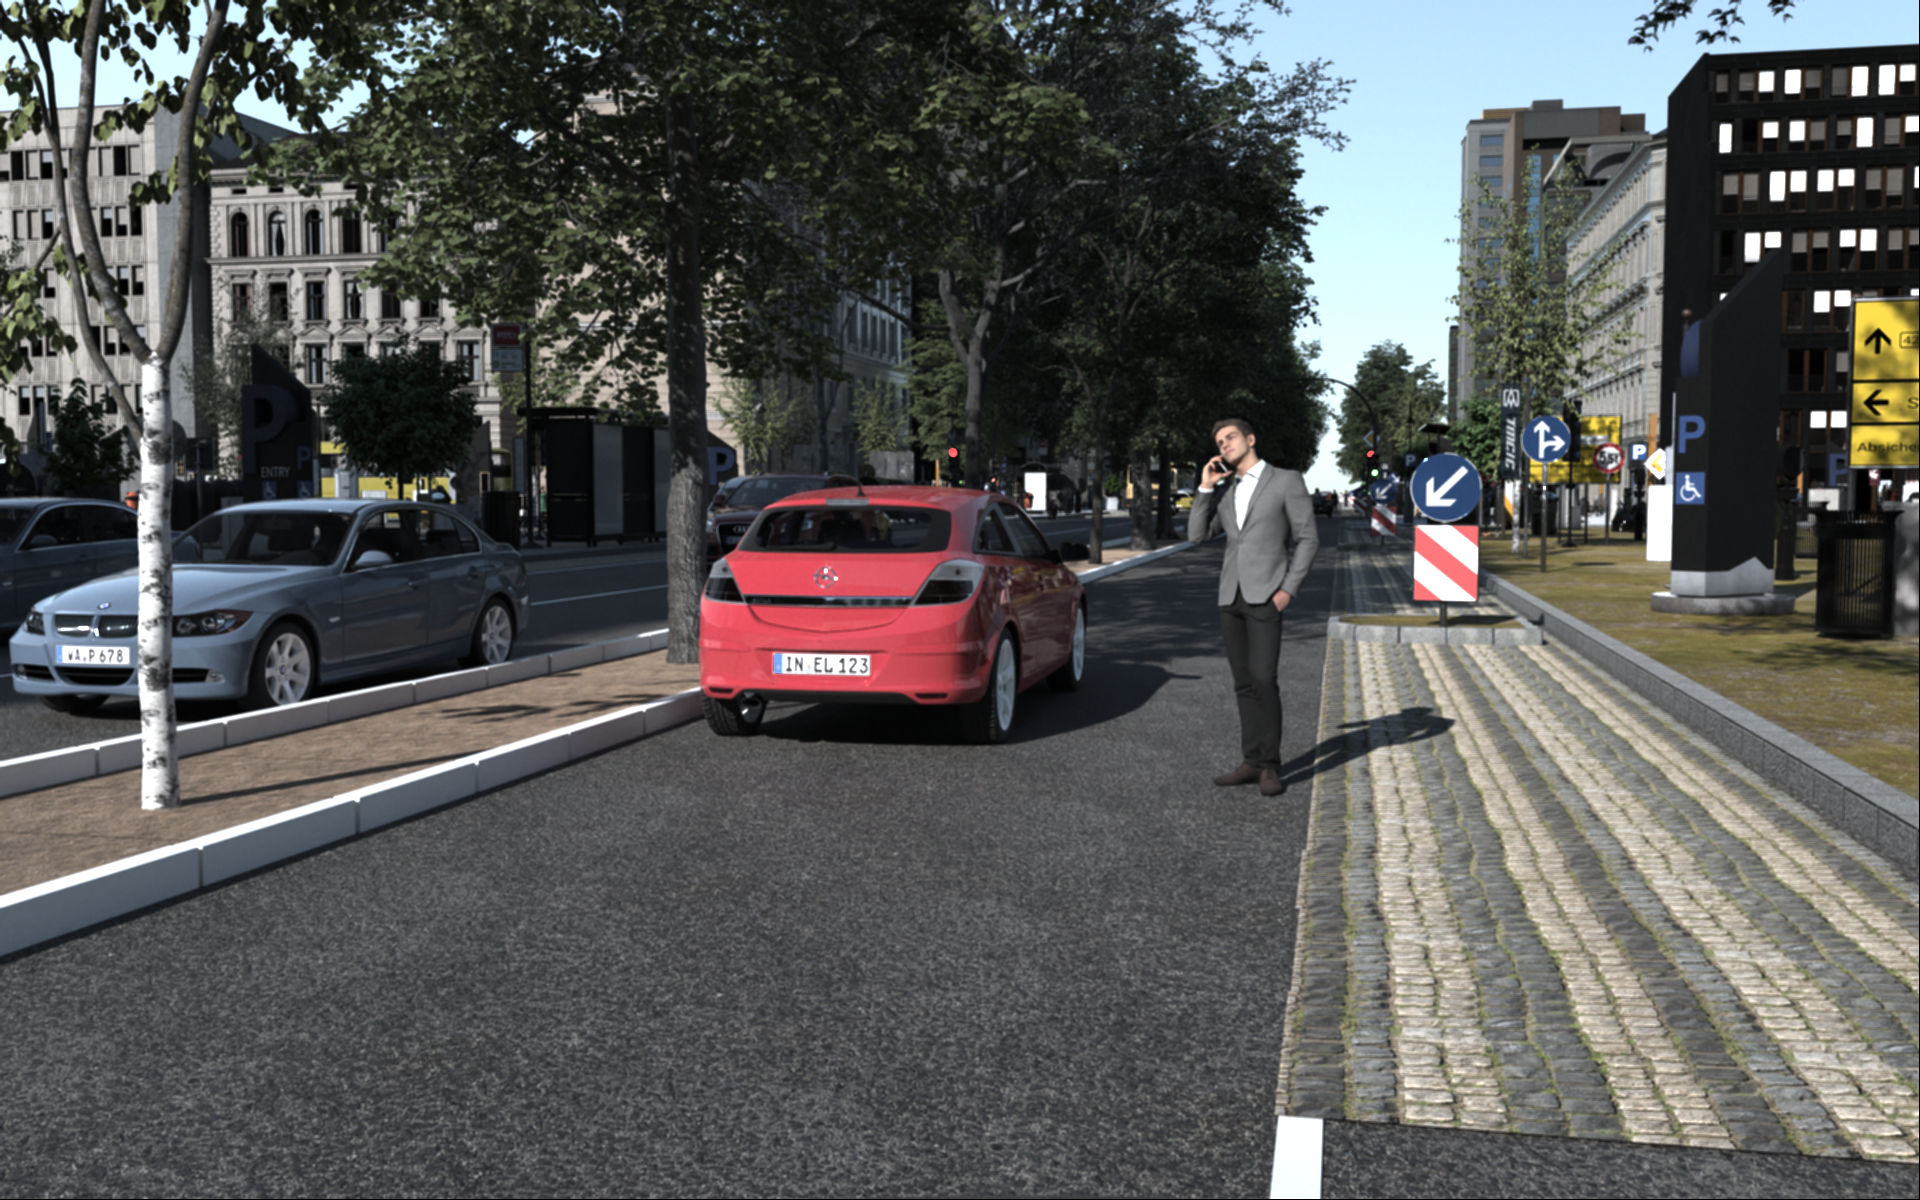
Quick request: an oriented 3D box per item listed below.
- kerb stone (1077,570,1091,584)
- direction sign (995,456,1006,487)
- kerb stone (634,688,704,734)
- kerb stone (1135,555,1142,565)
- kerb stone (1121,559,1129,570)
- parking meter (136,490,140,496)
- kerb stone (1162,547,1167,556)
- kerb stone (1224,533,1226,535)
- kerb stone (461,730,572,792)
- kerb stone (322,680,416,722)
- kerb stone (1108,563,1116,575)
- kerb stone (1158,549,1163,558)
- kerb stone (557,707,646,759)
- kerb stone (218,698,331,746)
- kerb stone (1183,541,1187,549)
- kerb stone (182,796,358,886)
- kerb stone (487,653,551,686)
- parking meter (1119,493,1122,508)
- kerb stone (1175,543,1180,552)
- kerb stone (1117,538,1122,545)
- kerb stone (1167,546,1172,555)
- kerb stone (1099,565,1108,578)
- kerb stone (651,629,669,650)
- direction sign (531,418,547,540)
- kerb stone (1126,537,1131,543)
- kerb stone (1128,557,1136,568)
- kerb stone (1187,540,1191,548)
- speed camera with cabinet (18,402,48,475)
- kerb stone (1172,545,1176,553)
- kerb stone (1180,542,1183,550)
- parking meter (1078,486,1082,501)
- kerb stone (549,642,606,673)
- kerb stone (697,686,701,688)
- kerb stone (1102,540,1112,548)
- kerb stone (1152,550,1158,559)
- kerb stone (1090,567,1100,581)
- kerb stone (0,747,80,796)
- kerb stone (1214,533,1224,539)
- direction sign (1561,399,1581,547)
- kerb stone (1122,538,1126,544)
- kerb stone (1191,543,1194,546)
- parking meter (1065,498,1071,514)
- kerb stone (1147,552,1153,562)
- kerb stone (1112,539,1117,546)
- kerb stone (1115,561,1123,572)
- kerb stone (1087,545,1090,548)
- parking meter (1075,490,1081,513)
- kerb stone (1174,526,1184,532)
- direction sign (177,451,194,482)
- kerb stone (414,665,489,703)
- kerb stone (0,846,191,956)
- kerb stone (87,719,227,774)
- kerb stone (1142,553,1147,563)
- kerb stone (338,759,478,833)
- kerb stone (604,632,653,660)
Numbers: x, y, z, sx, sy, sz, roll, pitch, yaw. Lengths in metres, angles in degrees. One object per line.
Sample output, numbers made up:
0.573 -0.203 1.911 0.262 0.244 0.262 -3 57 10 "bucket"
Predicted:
1.937 -0.344 27.833 0.120 0.150 1.000 1 4 12 "kerb stone"
2.325 -6.778 102.819 0.876 3.537 0.379 1 4 14 "direction sign"
-1.826 0.696 10.824 0.120 0.150 1.000 1 4 12 "kerb stone"
3.491 -0.773 34.840 0.120 0.150 1.000 1 4 12 "kerb stone"
3.043 -0.651 32.844 0.120 0.150 1.000 1 4 12 "kerb stone"
-46.418 -5.483 98.062 0.372 1.533 0.369 0 3 0 "parking meter"
4.599 -1.077 39.830 0.120 0.150 1.000 1 4 12 "kerb stone"
9.044 -2.305 59.879 0.120 0.150 1.000 1 4 12 "kerb stone"
-2.266 0.818 8.826 0.120 0.150 1.000 1 4 12 "kerb stone"
-3.881 0.667 11.288 0.120 0.150 1.000 1 4 12 "kerb stone"
2.606 -0.529 30.837 0.120 0.150 1.000 1 4 12 "kerb stone"
4.382 -1.015 38.831 0.120 0.150 1.000 1 4 12 "kerb stone"
-2.049 0.757 9.825 0.120 0.150 1.000 1 4 12 "kerb stone"
-4.093 0.728 10.288 0.120 0.150 1.000 1 4 12 "kerb stone"
5.711 -1.385 44.844 0.120 0.150 1.000 1 4 12 "kerb stone"
-2.714 0.944 6.823 0.120 0.150 1.000 1 4 12 "kerb stone"
-3.438 0.545 13.285 0.120 0.150 1.000 1 4 12 "kerb stone"
13.965 -8.808 149.726 0.399 1.863 0.255 -1 4 -19 "parking meter"
5.266 -1.260 42.843 0.120 0.150 1.000 1 4 12 "kerb stone"
4.326 -1.596 48.313 0.120 0.150 1.000 1 4 12 "kerb stone"
4.827 -1.138 40.840 0.120 0.150 1.000 1 4 12 "kerb stone"
2.377 -0.467 29.833 0.120 0.150 1.000 1 4 12 "kerb stone"
-2.768 0.362 16.281 0.120 0.150 1.000 1 4 12 "kerb stone"
-11.733 -3.439 48.233 0.379 3.537 0.876 1 4 22 "direction sign"
4.777 -1.719 50.319 0.120 0.150 1.000 1 4 12 "kerb stone"
3.263 -0.712 33.843 0.120 0.150 1.000 1 4 12 "kerb stone"
5.932 -1.445 45.849 0.120 0.150 1.000 1 4 12 "kerb stone"
-20.068 -2.672 38.031 0.660 3.252 2.038 -1 4 -11 "speed camera with cabinet"
5.044 -1.196 41.844 0.120 0.150 1.000 1 4 12 "kerb stone"
5.478 -1.324 43.843 0.120 0.150 1.000 1 4 12 "kerb stone"
8.936 -7.614 130.197 0.255 1.863 0.399 -2 4 -29 "parking meter"
-3.205 0.484 14.281 0.120 0.150 1.000 1 4 12 "kerb stone"
-1.608 0.634 11.823 0.120 0.150 1.000 1 4 12 "kerb stone"
3.882 -1.475 46.317 0.120 0.150 1.000 1 4 12 "kerb stone"
4.149 -0.957 37.835 0.120 0.150 1.000 1 4 12 "kerb stone"
2.161 -0.406 28.834 0.120 0.150 1.000 1 4 12 "kerb stone"
-4.544 0.850 8.293 0.120 0.150 1.000 1 4 12 "kerb stone"
8.811 -2.244 58.883 0.120 0.150 1.000 1 4 12 "kerb stone"
14.730 -3.043 41.757 0.876 3.537 0.379 -3 5 -44 "direction sign"
4.545 -1.659 49.315 0.120 0.150 1.000 1 4 12 "kerb stone"
6.146 -1.506 46.849 0.120 0.150 1.000 1 4 12 "kerb stone"
6.905 -6.251 110.608 0.372 1.533 0.369 0 3 0 "parking meter"
3.939 -0.895 36.834 0.120 0.150 1.000 1 4 12 "kerb stone"
4.103 -1.536 47.315 0.120 0.150 1.000 1 4 12 "kerb stone"
2.828 -0.585 31.841 0.120 0.150 1.000 1 4 12 "kerb stone"
3.443 -1.352 44.308 0.120 0.150 1.000 1 4 12 "kerb stone"
8.575 -7.184 125.869 0.372 1.533 0.369 0 3 0 "parking meter"
8.536 -2.761 67.331 0.120 0.150 1.000 1 4 12 "kerb stone"
-33.164 -5.029 74.214 0.876 3.537 0.379 1 4 17 "direction sign"
-3.656 0.607 12.286 0.120 0.150 1.000 1 4 12 "kerb stone"
-2.935 1.001 5.824 0.120 0.150 1.000 1 4 12 "kerb stone"
-4.317 0.789 9.290 0.120 0.150 1.000 1 4 12 "kerb stone"
3.712 -0.833 35.838 0.120 0.150 1.000 1 4 12 "kerb stone"
-2.487 0.879 7.819 0.120 0.150 1.000 1 4 12 "kerb stone"
-2.986 0.423 15.279 0.120 0.150 1.000 1 4 12 "kerb stone"
